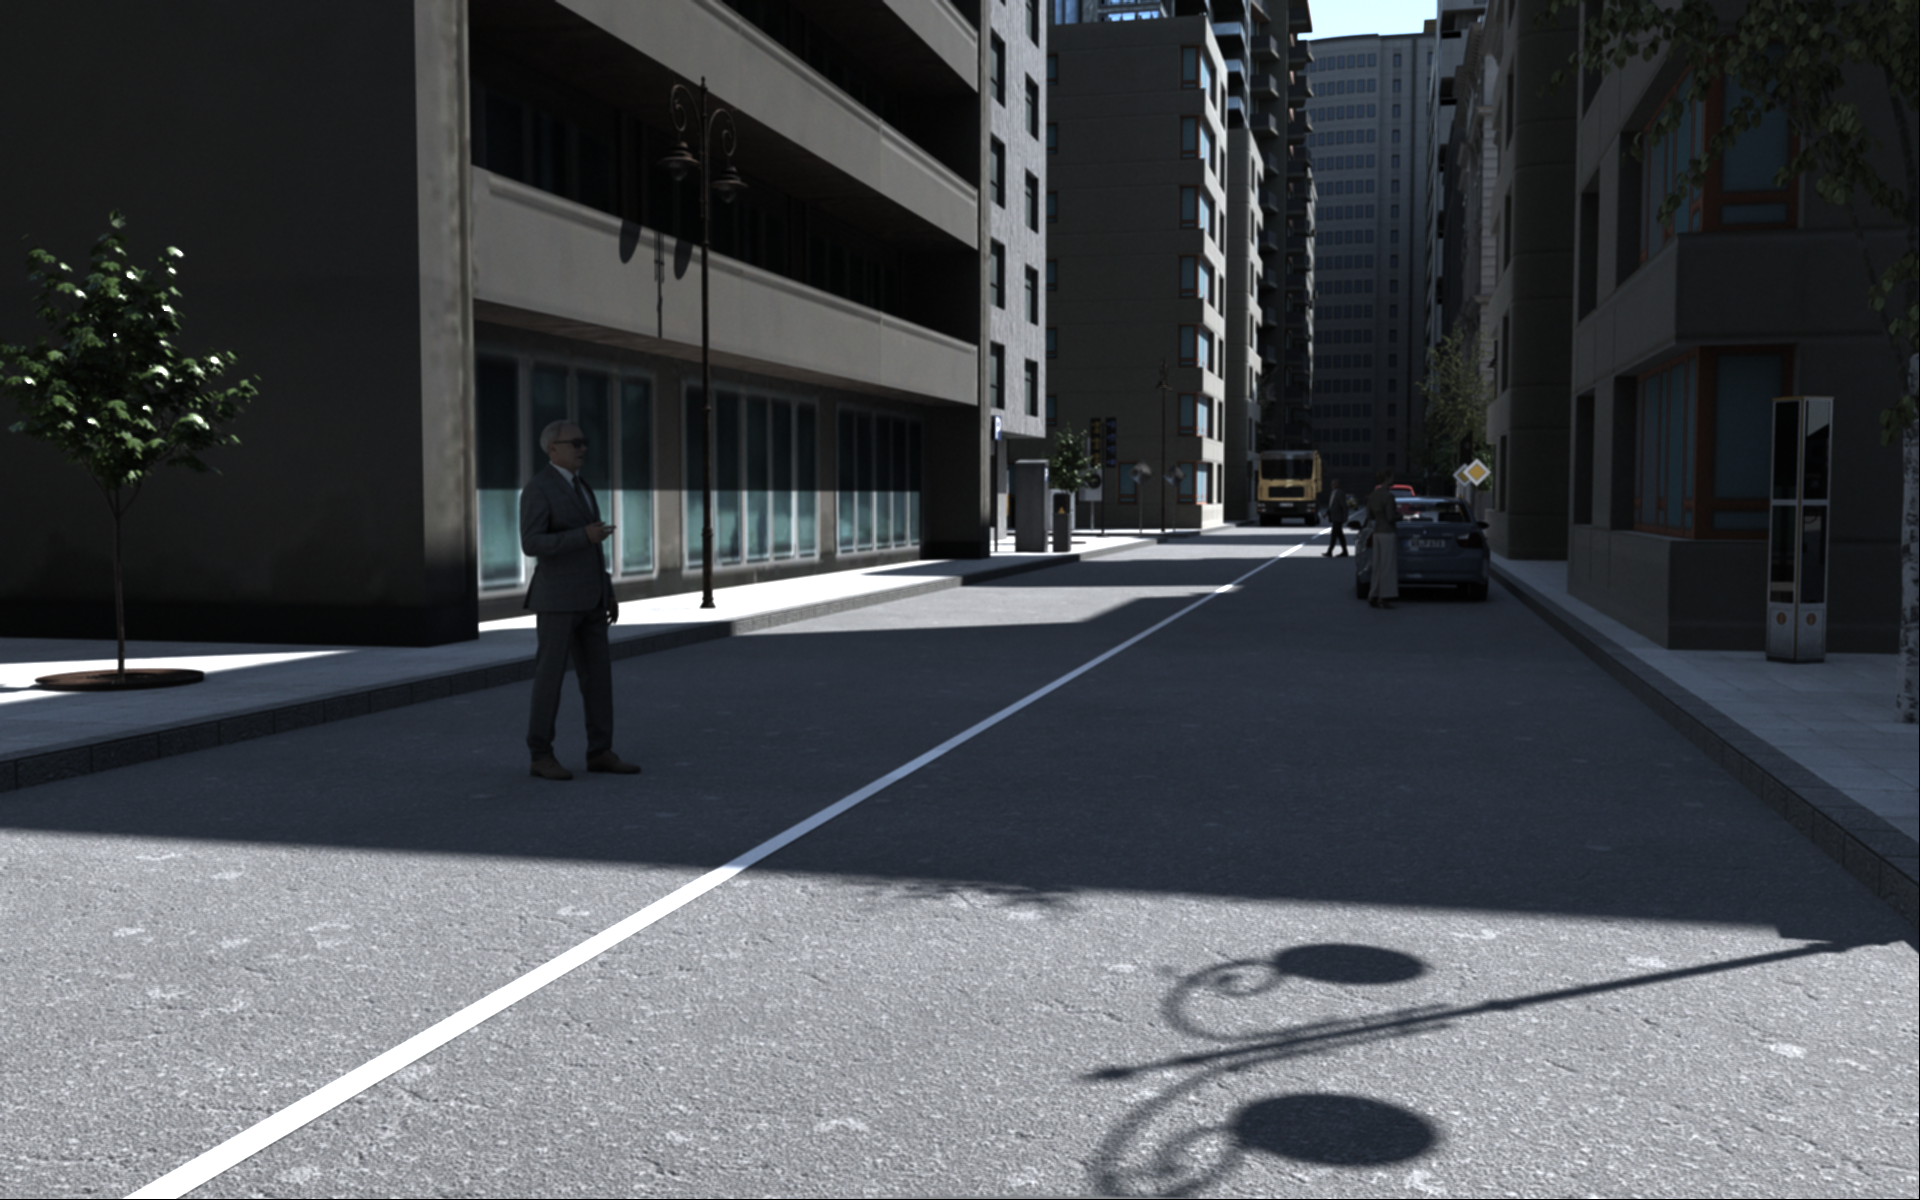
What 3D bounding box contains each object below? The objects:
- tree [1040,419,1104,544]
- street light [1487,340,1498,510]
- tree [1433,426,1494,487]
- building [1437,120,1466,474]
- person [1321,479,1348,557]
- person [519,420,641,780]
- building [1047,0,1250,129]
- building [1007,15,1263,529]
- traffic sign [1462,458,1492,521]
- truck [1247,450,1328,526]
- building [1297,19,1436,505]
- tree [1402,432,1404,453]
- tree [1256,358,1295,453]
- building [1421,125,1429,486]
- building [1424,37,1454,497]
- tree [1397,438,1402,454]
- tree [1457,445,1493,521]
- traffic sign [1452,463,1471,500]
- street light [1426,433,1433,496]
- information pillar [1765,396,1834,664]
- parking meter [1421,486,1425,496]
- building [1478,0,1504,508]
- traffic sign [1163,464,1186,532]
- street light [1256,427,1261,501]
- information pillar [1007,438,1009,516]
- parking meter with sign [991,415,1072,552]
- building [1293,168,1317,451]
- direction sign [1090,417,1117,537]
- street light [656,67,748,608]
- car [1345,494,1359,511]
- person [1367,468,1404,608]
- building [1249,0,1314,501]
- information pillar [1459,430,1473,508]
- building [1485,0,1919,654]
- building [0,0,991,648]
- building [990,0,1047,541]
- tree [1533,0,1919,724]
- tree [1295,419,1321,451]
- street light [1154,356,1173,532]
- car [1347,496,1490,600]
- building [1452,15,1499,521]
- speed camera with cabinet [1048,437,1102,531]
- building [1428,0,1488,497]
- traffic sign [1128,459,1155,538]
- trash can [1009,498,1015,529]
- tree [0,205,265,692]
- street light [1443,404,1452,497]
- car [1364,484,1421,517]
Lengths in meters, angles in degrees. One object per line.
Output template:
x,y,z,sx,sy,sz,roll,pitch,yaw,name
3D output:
2.901,-3.072,44.832,1.663,3.219,1.824,0,3,0,tree
14.703,-4.572,47.537,0.468,5.910,1.993,1,4,14,street light
23.406,-5.854,79.431,4.285,4.588,4.351,0,3,0,tree
39.568,-19.667,115.063,14.314,27.812,24.014,1,4,14,building
8.527,-1.871,39.488,0.834,1.777,0.661,-2,4,-24,person
-1.902,-0.003,8.731,0.590,1.801,0.661,1,4,21,person
9.039,-49.050,114.644,22.319,86.520,31.000,1,4,14,building
-1.083,-14.377,80.108,27.650,21.520,28.899,1,4,14,building
14.326,-2.717,48.066,0.795,2.450,0.064,1,4,14,traffic sign
15.103,-5.091,79.156,3.469,3.379,9.791,1,4,13,truck
51.158,-41.506,220.614,28.212,58.520,21.231,1,4,14,building
21.730,-7.604,74.684,4.737,8.622,4.395,0,3,0,tree
15.565,-8.770,93.747,4.360,8.622,3.978,0,3,0,tree
58.999,-31.172,193.264,14.154,41.232,14.086,1,4,14,building
58.363,-33.707,174.819,21.300,48.544,21.600,1,4,14,building
35.872,-11.160,132.833,4.737,8.622,4.395,0,3,0,tree
20.703,-4.525,68.593,1.663,3.219,1.824,0,3,0,tree
16.254,-3.191,55.816,0.795,2.450,0.064,1,4,14,traffic sign
34.655,-9.486,127.888,0.468,5.910,1.993,1,4,14,street light
6.382,-0.531,13.173,0.304,2.012,0.304,-1,4,-19,information pillar
33.143,-7.234,123.985,0.255,1.863,0.399,0,4,8,parking meter
28.546,-13.570,58.027,21.152,22.565,11.583,1,4,14,building
7.191,-3.330,58.083,0.795,2.450,0.064,1,4,14,traffic sign
17.141,-7.765,99.738,0.468,5.910,1.993,1,4,14,street light
1.498,-4.193,59.906,0.183,3.616,0.504,3,5,39,information pillar
1.596,-2.574,38.343,1.738,3.016,0.543,1,4,17,parking meter with sign
27.155,-30.612,192.393,23.993,40.220,32.217,1,4,14,building
4.248,-3.634,51.406,0.876,3.537,0.379,2,4,35,direction sign
-2.840,-2.847,19.334,0.468,5.910,1.993,1,4,14,street light
33.887,-8.635,151.403,2.015,1.641,3.980,1,4,15,car
5.350,-0.773,21.696,0.362,1.759,0.519,-1,4,-21,person
18.238,-30.117,147.041,22.147,44.769,28.867,1,4,14,building
18.631,-4.430,63.791,0.183,3.616,0.504,-3,5,-40,information pillar
22.733,-10.963,24.289,27.650,21.520,28.899,1,4,14,building
-12.261,-24.588,25.715,21.300,48.544,21.600,1,4,14,building
-5.231,-16.794,46.288,14.107,30.474,14.160,1,4,14,building
5.108,-3.616,9.482,4.737,8.622,4.395,0,3,0,tree
32.379,-13.151,165.378,4.360,8.622,3.978,0,3,0,tree
6.862,-5.233,58.344,0.468,5.910,1.993,1,4,14,street light
6.564,-0.783,24.804,2.014,1.417,4.499,1,4,13,car
33.579,-18.635,92.064,14.401,28.519,23.554,1,4,14,building
3.919,-4.019,60.039,2.038,3.252,0.660,-1,4,-22,speed camera with cabinet
55.135,-34.302,150.077,28.713,52.752,27.495,1,4,14,building
5.262,-2.856,50.334,0.795,2.450,0.064,1,4,14,traffic sign
2.184,-3.199,63.955,0.748,1.137,0.748,0,3,0,trash can
-5.558,-1.045,11.687,1.663,3.219,1.824,0,3,0,tree
24.261,-6.931,86.107,0.468,5.910,1.993,1,4,14,street light
17.567,-3.772,70.353,2.281,1.827,5.304,1,4,12,car
